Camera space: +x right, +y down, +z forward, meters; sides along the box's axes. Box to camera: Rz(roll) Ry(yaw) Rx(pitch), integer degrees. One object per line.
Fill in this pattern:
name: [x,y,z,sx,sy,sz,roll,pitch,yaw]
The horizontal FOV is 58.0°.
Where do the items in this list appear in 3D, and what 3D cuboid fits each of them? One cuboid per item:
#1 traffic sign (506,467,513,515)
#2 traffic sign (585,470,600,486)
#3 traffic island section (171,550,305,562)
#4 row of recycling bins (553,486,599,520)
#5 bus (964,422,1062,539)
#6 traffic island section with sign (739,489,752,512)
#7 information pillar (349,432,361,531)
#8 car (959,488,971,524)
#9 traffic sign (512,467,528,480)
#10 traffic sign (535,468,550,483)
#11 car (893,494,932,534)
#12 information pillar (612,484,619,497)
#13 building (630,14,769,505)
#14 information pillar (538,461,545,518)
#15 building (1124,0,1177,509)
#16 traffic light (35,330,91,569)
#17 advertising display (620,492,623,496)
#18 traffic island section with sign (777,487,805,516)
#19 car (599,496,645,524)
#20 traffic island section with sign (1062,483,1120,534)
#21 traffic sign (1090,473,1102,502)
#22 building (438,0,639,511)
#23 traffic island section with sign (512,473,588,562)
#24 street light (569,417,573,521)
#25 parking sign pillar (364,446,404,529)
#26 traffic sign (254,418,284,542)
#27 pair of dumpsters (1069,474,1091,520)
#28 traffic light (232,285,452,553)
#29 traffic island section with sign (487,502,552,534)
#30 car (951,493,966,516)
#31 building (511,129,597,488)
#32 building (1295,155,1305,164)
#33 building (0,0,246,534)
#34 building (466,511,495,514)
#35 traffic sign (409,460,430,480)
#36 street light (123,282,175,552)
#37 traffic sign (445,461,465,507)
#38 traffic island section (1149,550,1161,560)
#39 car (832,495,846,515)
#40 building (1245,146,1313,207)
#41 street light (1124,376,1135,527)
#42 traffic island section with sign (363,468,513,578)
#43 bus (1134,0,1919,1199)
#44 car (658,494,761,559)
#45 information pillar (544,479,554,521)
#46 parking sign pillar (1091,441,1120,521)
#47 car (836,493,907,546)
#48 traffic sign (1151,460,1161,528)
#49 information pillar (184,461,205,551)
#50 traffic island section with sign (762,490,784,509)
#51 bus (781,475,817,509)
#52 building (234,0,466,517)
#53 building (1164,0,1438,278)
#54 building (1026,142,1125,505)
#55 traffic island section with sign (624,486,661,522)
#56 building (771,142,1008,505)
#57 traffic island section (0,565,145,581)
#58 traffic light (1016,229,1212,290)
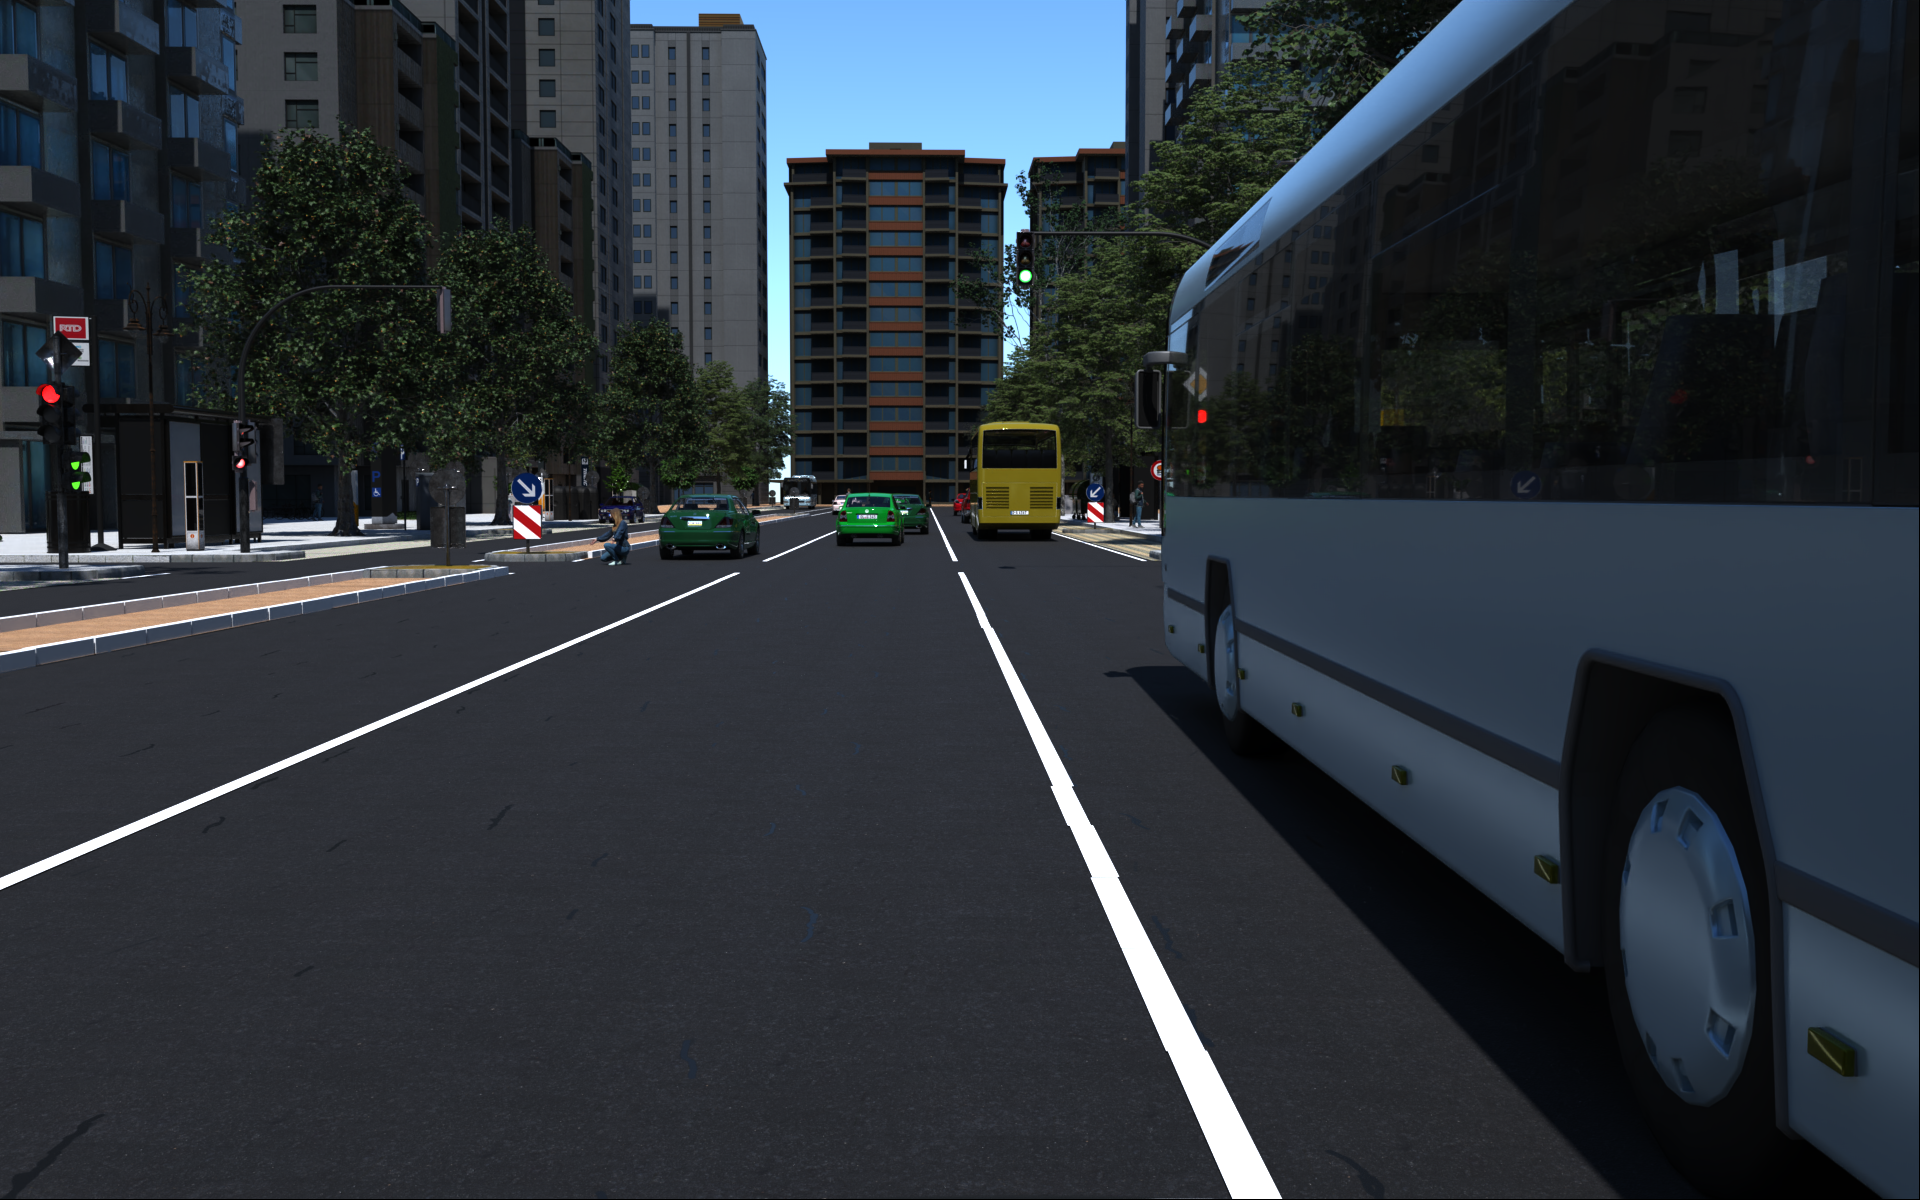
traffic sign: [-21.096,-4.931,80.732,0.768,2.556,0.104,0,4,-1]
traffic sign: [-19.818,-5.705,93.388,0.768,2.556,0.104,0,4,3]
traffic island section: [-15.642,-0.953,37.862,2.009,0.180,2.903,0,4,-1]
row of recycling bins: [-19.220,-4.852,86.440,1.069,1.692,3.534,2,4,23]
bus: [1.681,-4.058,57.899,2.896,3.916,12.252,0,4,-1]
traffic island section with sign: [-17.445,-8.011,139.606,1.989,1.847,2.006,0,4,-1]
information pillar: [-21.196,-4.224,60.419,0.504,3.616,0.183,2,4,29]
car: [1.124,-4.704,85.579,2.281,1.827,5.304,0,4,-2]
traffic sign: [-20.372,-4.896,80.154,0.768,2.556,0.104,0,4,5]
traffic sign: [-20.864,-5.303,86.433,0.795,2.593,0.064,0,4,2]
car: [-2.075,-3.130,62.978,2.131,1.459,4.920,0,4,-2]
information pillar: [-19.600,-5.759,98.655,0.304,2.012,0.304,1,4,14]
building: [-38.403,-41.250,216.438,28.212,58.520,21.231,0,4,-1]
information pillar: [-22.462,-6.214,92.960,0.504,3.616,0.183,3,4,36]
building: [26.172,-38.036,163.883,21.231,58.520,28.212,0,4,-1]
traffic light: [-15.435,-2.497,29.745,0.839,4.253,0.868,0,4,-1]
advertising display: [-19.553,-5.795,99.964,0.123,1.923,0.974,0,4,-7]
traffic island section with sign: [-10.836,-6.400,112.773,2.006,1.907,1.989,0,4,-1]
car: [-16.512,-4.403,84.572,1.945,1.354,3.894,0,4,-1]
traffic island section with sign: [4.774,-3.351,63.422,1.989,1.847,2.006,0,4,-1]
traffic sign: [6.478,-4.907,82.362,0.606,2.300,0.079,0,4,2]
building: [-43.122,-44.496,165.766,20.611,71.187,20.563,0,4,-1]
traffic island section with sign: [-9.262,-1.805,37.650,2.006,1.907,1.989,0,4,-1]
street light: [-18.572,-6.701,82.344,0.468,5.910,1.993,0,4,-1]
parking sign pillar: [-21.199,-4.601,63.703,1.447,3.967,1.447,0,4,5]
traffic sign: [-19.186,-3.202,46.224,2.265,3.308,0.079,0,4,-1]
pair of dumpsters: [6.420,-5.154,86.760,1.574,2.255,4.437,0,4,-1]
traffic light: [-13.512,-3.862,37.807,4.771,5.953,1.251,0,4,-1]
traffic island section with sign: [-15.821,-3.293,62.467,1.989,1.847,2.006,0,4,-1]
car: [0.468,-6.567,116.408,2.155,1.783,4.494,0,4,0]
building: [-37.871,-22.535,140.149,14.160,30.474,14.107,0,4,-1]
building: [23.054,-14.799,78.120,11.583,22.565,21.152,0,4,-1]
building: [-40.670,-27.041,61.725,23.786,49.044,30.456,0,4,-1]
building: [-40.746,-41.790,121.516,20.563,71.187,20.611,0,4,-1]
traffic sign: [-19.937,-3.900,63.875,0.768,2.556,0.104,0,4,2]
street light: [-17.699,-3.984,37.929,0.468,5.910,1.993,0,4,-1]
traffic sign: [-19.140,-4.007,65.623,0.768,2.556,0.104,0,4,3]
traffic island section: [5.295,-0.979,38.292,2.009,0.180,2.903,0,4,-1]
car: [-7.827,-6.565,119.705,2.083,1.381,4.827,0,4,-1]
building: [23.464,-15.906,101.866,13.314,21.916,24.055,0,4,-1]
street light: [6.743,-5.833,68.157,0.468,5.910,1.993,0,4,-1]
traffic island section with sign: [-9.117,-1.352,30.245,2.006,1.907,1.989,0,4,-1]
bus: [2.699,-0.722,6.669,2.948,3.499,13.247,0,3,0]
car: [-5.696,-1.702,39.628,2.131,1.459,4.920,0,4,0]
information pillar: [-19.612,-4.780,82.642,0.304,2.012,0.304,2,4,25]
parking sign pillar: [6.985,-5.810,83.461,1.447,3.967,1.447,0,4,6]
car: [-2.513,-2.473,49.224,1.959,1.807,4.718,0,4,0]
traffic sign: [7.507,-3.956,64.782,0.768,2.556,0.104,0,4,3]
information pillar: [-17.266,-2.114,39.059,0.304,2.012,0.304,0,4,0]
traffic island section with sign: [-18.001,-9.659,166.555,1.989,1.847,2.006,0,4,-1]
bus: [-15.264,-10.445,165.643,2.948,3.499,13.247,0,4,-2]
building: [-37.927,-20.137,100.944,14.160,30.474,14.107,0,4,-1]
building: [28.060,-31.498,134.599,23.786,49.044,30.456,0,4,-1]
building: [21.434,-34.463,218.099,28.867,44.769,22.147,0,4,-1]
traffic island section with sign: [-16.393,-4.952,89.600,1.989,1.847,2.006,0,4,-1]
building: [-8.745,-34.494,218.593,28.867,44.769,22.147,0,4,-1]
traffic island section: [-15.475,-0.465,29.879,2.009,0.180,2.903,0,4,-1]
traffic light: [3.332,-3.385,30.009,4.771,5.953,1.251,0,4,-1]
